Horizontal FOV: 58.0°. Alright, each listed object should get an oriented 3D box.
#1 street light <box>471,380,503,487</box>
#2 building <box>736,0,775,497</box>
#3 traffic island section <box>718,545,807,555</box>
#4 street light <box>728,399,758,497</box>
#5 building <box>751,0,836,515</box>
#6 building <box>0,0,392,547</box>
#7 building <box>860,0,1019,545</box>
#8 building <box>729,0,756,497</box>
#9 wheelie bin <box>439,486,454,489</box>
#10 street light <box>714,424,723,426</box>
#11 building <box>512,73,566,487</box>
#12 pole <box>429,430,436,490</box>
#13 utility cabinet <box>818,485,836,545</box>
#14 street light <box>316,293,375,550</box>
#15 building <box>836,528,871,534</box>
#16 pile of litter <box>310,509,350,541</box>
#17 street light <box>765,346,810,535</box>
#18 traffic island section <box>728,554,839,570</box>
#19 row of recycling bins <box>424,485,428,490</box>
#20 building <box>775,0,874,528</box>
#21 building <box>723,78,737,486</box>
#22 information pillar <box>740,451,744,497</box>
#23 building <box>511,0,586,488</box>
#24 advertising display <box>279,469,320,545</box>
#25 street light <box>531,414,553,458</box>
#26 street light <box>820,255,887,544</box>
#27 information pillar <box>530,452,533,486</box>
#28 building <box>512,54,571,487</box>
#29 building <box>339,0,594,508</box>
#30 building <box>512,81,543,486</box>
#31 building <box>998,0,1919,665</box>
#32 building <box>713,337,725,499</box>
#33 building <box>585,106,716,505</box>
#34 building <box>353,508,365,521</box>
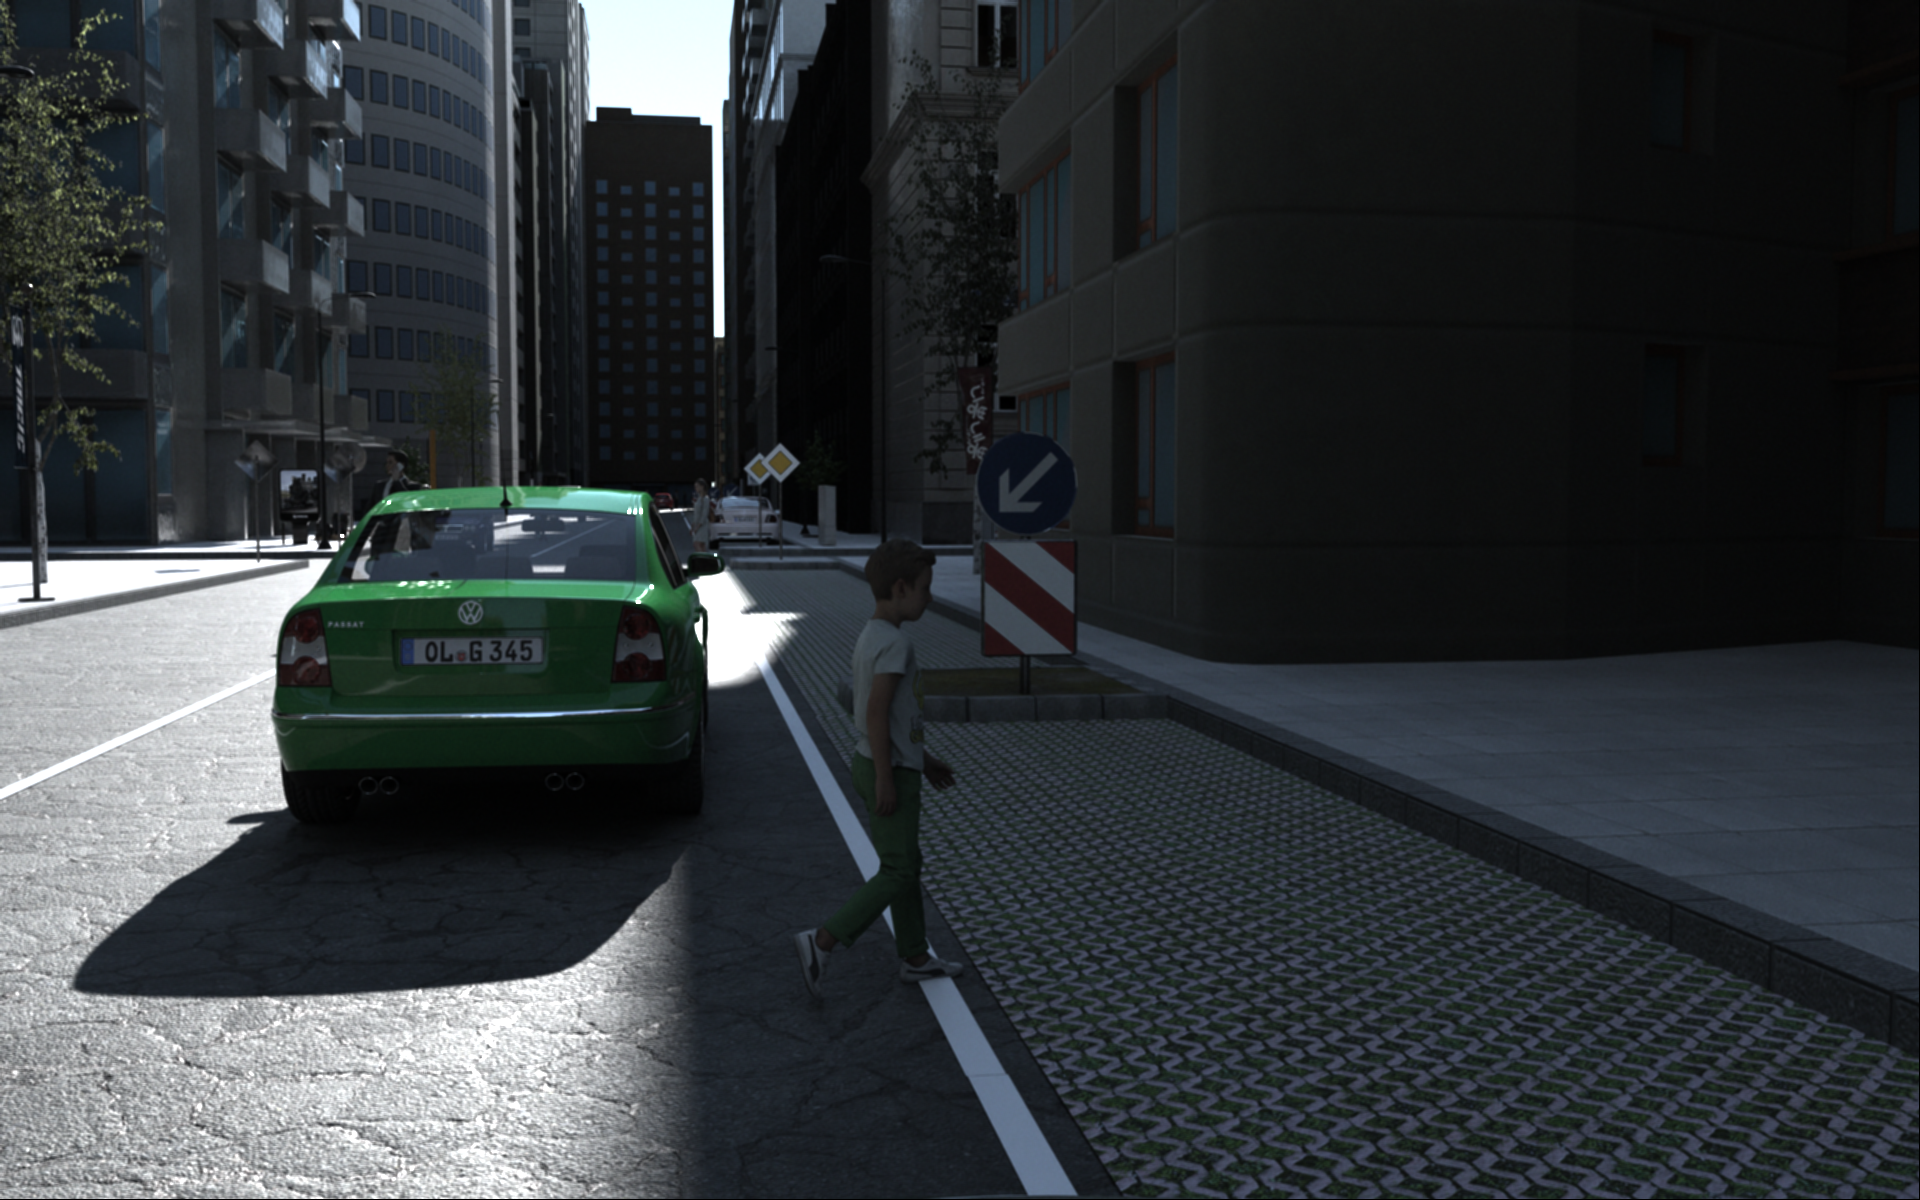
[{"bbox_3d":[-19.239,-5.984,70.376,1.470,5.913,1.316,-1,4,-9],"label":"street light"},{"bbox_3d":[-5.287,-31.489,134.457,23.786,49.044,30.456,-1,4,-9],"label":"building"},{"bbox_3d":[-4.787,-1.189,41.728,2.009,0.180,2.903,-1,4,-9],"label":"traffic island section"},{"bbox_3d":[-10.543,-6.893,85.247,1.470,5.913,1.316,-1,4,-9],"label":"street light"},{"bbox_3d":[-5.932,-19.848,102.007,11.434,29.767,29.804,-1,4,-9],"label":"building"},{"bbox_3d":[-31.166,-26.444,51.976,23.786,49.044,30.456,-1,4,-9],"label":"building"},{"bbox_3d":[10.081,-15.469,50.186,25.104,27.353,12.463,-1,4,-9],"label":"building"},{"bbox_3d":[-13.420,-30.930,155.815,14.600,45.320,14.200,-1,4,-9],"label":"building"},{"bbox_3d":[-21.264,-3.898,71.641,0.980,1.594,0.693,-3,4,-39],"label":"wheelie bin"},{"bbox_3d":[-15.678,-8.736,115.367,1.470,5.913,1.316,-1,4,-9],"label":"street light"},{"bbox_3d":[-48.140,-27.211,136.781,32.217,40.220,23.993,-1,4,-9],"label":"building"},{"bbox_3d":[-16.698,-3.734,54.896,0.158,3.312,0.155,0,3,0],"label":"pole"},{"bbox_3d":[-3.314,-2.120,43.336,0.318,1.500,1.173,-1,4,-12],"label":"utility cabinet"},{"bbox_3d":[-14.191,-4.129,40.050,1.470,5.913,1.316,-1,4,-9],"label":"street light"},{"bbox_3d":[1.208,-14.316,63.751,12.332,23.373,15.834,-1,4,-9],"label":"building"},{"bbox_3d":[-17.107,-2.084,48.032,1.719,0.858,1.176,-1,4,-11],"label":"pile of litter"},{"bbox_3d":[-5.453,-5.026,54.722,1.470,5.913,1.316,-1,4,-9],"label":"street light"},{"bbox_3d":[-3.477,-0.708,33.851,2.009,0.180,2.903,-1,4,-9],"label":"traffic island section"},{"bbox_3d":[-24.620,-4.302,77.458,1.069,1.692,3.534,-3,5,-44],"label":"row of recycling bins"},{"bbox_3d":[-1.818,-15.298,79.795,12.332,23.373,15.834,-1,4,-9],"label":"building"},{"bbox_3d":[-15.547,-29.750,170.012,14.154,41.232,14.086,-1,4,-9],"label":"building"},{"bbox_3d":[-11.933,-6.332,94.875,0.183,3.616,0.504,1,4,10],"label":"information pillar"},{"bbox_3d":[-49.248,-45.068,175.107,20.611,71.187,20.563,-1,4,-9],"label":"building"},{"bbox_3d":[-16.797,-2.377,44.071,0.974,1.923,0.123,0,4,-7],"label":"advertising display"},{"bbox_3d":[-24.404,-7.861,101.072,1.470,5.913,1.316,-1,4,-9],"label":"street light"},{"bbox_3d":[-2.033,-3.757,33.964,1.470,5.913,1.316,-1,4,-9],"label":"street light"},{"bbox_3d":[-23.690,-6.387,95.775,0.183,3.616,0.504,-2,4,-24],"label":"information pillar"},{"bbox_3d":[-43.122,-28.945,156.845,14.154,41.232,14.086,-1,4,-9],"label":"building"},{"bbox_3d":[-58.046,-40.566,205.259,28.212,58.520,21.231,-1,4,-9],"label":"building"},{"bbox_3d":[-36.752,-21.284,119.690,14.160,30.474,14.107,-1,4,-9],"label":"building"},{"bbox_3d":[16.476,-10.037,9.141,27.650,21.520,28.899,-1,4,-9],"label":"building"},{"bbox_3d":[-15.893,-22.680,215.849,28.899,21.520,27.650,-1,4,-9],"label":"building"},{"bbox_3d":[-36.338,-33.901,204.387,14.200,45.320,14.600,-1,4,-9],"label":"building"},{"bbox_3d":[-35.590,-33.569,90.860,21.231,58.520,28.212,-1,4,-9],"label":"building"}]
